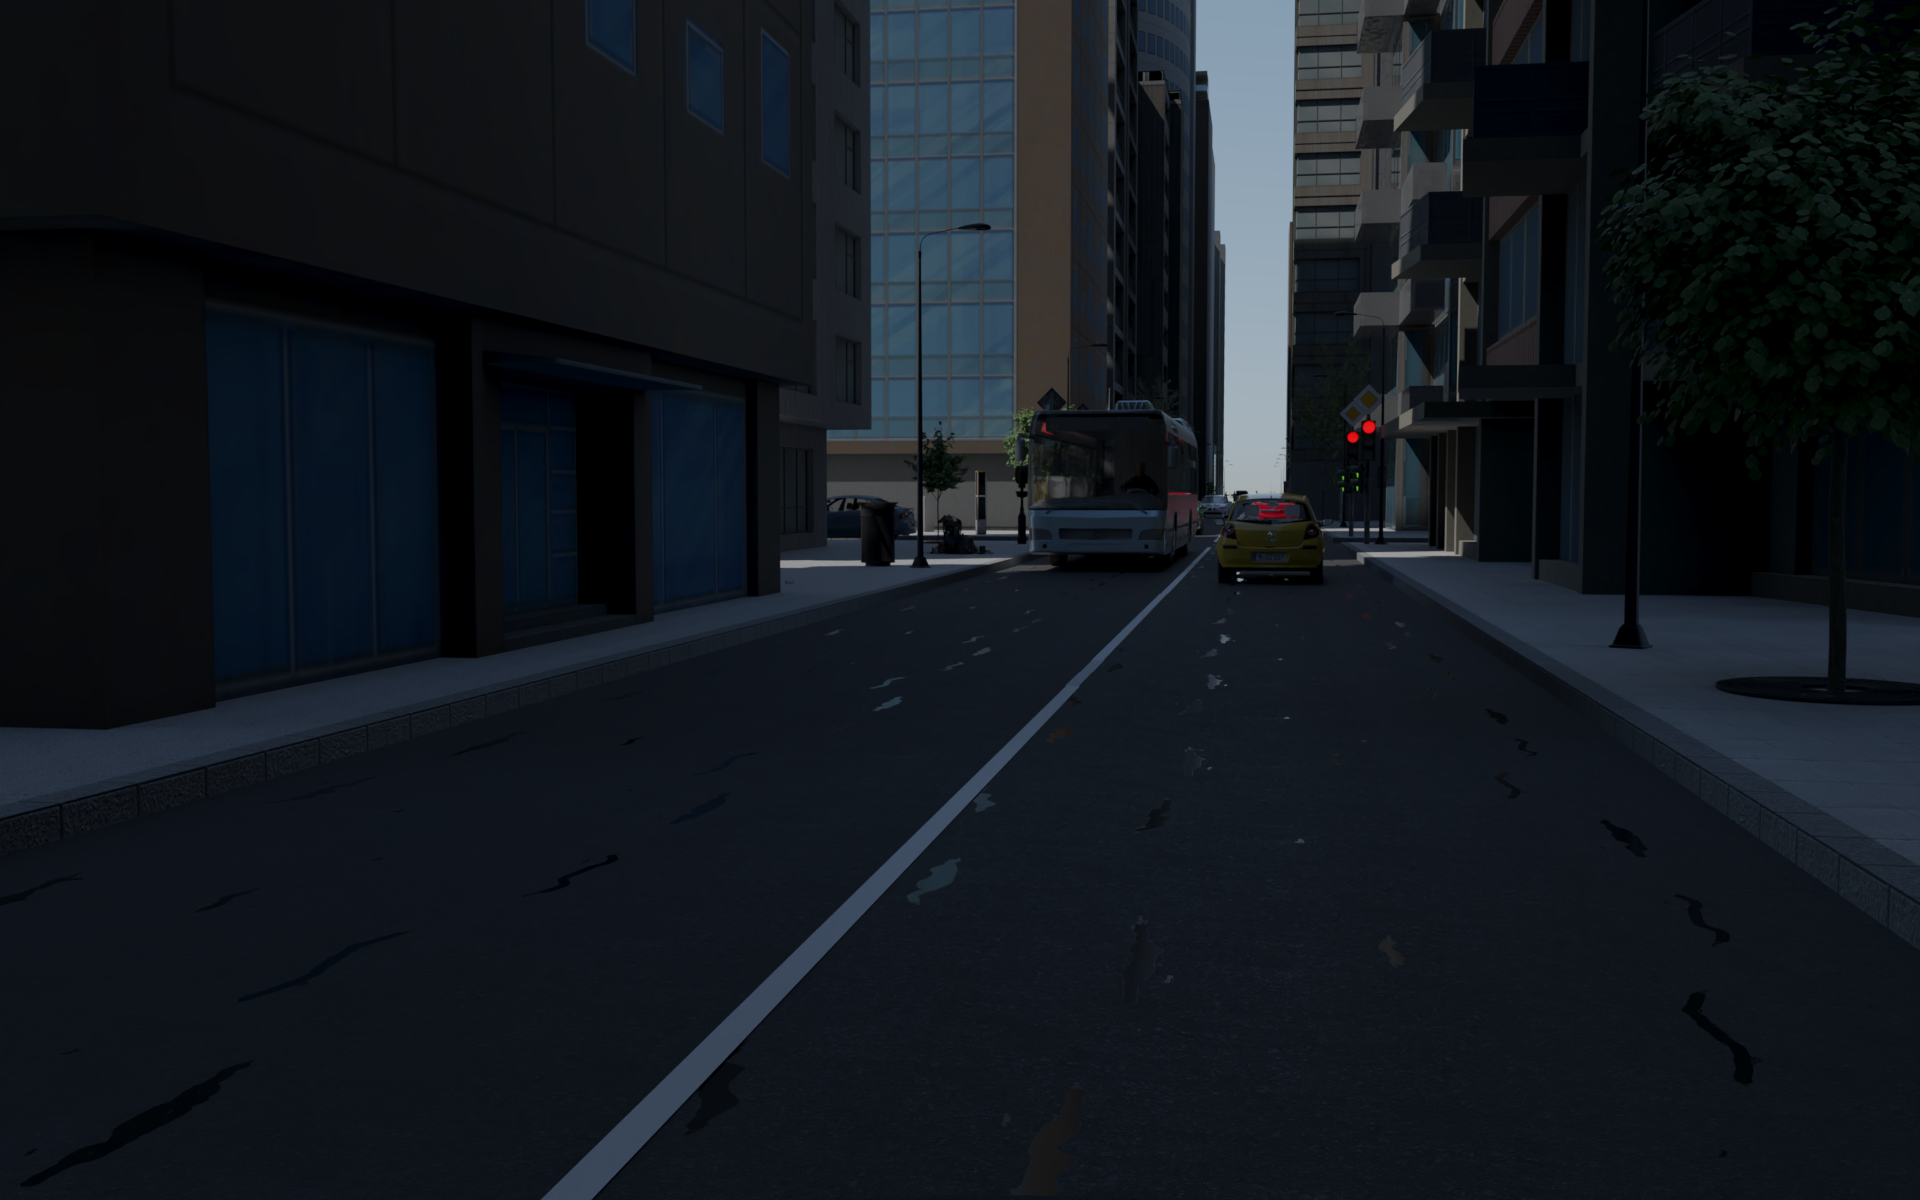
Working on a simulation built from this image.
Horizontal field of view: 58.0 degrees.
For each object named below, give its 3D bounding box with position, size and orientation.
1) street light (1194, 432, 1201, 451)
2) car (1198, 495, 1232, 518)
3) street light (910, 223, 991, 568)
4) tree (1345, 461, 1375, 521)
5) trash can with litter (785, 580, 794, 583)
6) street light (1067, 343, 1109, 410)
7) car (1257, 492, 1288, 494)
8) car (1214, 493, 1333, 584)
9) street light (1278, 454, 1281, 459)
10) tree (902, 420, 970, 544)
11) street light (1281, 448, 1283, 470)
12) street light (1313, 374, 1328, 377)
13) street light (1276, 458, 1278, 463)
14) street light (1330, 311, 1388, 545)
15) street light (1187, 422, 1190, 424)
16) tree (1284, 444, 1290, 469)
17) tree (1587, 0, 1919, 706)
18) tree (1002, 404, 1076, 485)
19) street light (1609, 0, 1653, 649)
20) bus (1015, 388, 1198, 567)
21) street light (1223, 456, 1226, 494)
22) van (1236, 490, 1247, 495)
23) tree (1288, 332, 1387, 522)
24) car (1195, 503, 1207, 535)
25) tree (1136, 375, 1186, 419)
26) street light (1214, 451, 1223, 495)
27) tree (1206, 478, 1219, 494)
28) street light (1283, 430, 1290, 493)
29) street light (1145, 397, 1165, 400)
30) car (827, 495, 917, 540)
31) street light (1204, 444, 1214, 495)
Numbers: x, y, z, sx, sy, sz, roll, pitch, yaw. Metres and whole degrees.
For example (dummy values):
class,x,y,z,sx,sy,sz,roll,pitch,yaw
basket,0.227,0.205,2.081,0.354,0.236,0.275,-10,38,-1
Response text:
class,x,y,z,sx,sy,sz,roll,pitch,yaw
street light,17.243,-9.582,129.204,1.470,5.913,1.316,1,4,10
car,15.372,-5.631,104.420,2.083,1.381,4.827,1,4,12
street light,-0.160,-3.509,29.920,1.470,5.913,1.316,1,4,10
tree,18.403,-5.319,81.561,1.663,3.219,1.824,0,3,0
trash can with litter,-3.496,-0.827,24.582,2.233,1.210,1.678,0,4,0
street light,3.870,-4.948,53.442,1.470,5.913,1.316,1,4,10
car,11.365,-3.305,63.080,2.155,1.783,4.494,1,4,8
car,5.272,-1.163,29.234,2.015,1.641,3.980,1,4,11
street light,32.683,-12.236,172.595,1.470,5.913,1.316,1,4,10
tree,-0.525,-3.088,45.085,1.663,3.219,1.824,0,3,0
street light,27.603,-10.457,143.518,1.470,5.913,1.316,1,4,10
street light,14.351,-5.784,67.116,1.470,5.913,1.316,1,4,10
street light,37.806,-14.013,201.655,1.470,5.913,1.316,1,4,10
street light,10.206,-4.377,44.105,1.470,5.913,1.316,1,4,10
street light,14.114,-8.515,111.763,1.470,5.913,1.316,1,4,10
tree,42.173,-16.168,214.709,4.360,8.622,3.978,0,3,0
tree,5.708,-1.677,11.133,4.285,4.588,4.351,0,3,0
tree,3.012,-4.498,57.253,4.285,4.588,4.351,0,3,0
street light,5.079,-2.561,14.406,1.470,5.913,1.316,1,4,10
bus,3.510,-2.586,37.147,2.948,3.499,13.247,1,4,10
street light,31.371,-14.570,210.767,1.470,5.913,1.316,1,4,10
van,43.601,-16.141,268.291,2.240,2.365,5.245,1,4,8
tree,16.986,-7.813,78.106,4.737,8.622,4.395,0,3,0
car,7.767,-3.067,61.943,2.131,1.459,4.920,1,4,9
tree,11.825,-9.550,106.509,4.360,8.622,3.978,0,3,0
street light,27.589,-13.213,188.576,1.470,5.913,1.316,1,4,10
tree,29.613,-12.787,203.665,1.663,3.219,1.824,0,3,0
street light,24.417,-9.377,125.859,1.470,5.913,1.316,1,4,10
street light,9.056,-6.737,82.692,1.470,5.913,1.316,1,4,10
car,-3.510,-2.355,50.509,4.499,1.417,2.014,1,4,11
street light,22.395,-11.430,159.423,1.470,5.913,1.316,1,4,10
